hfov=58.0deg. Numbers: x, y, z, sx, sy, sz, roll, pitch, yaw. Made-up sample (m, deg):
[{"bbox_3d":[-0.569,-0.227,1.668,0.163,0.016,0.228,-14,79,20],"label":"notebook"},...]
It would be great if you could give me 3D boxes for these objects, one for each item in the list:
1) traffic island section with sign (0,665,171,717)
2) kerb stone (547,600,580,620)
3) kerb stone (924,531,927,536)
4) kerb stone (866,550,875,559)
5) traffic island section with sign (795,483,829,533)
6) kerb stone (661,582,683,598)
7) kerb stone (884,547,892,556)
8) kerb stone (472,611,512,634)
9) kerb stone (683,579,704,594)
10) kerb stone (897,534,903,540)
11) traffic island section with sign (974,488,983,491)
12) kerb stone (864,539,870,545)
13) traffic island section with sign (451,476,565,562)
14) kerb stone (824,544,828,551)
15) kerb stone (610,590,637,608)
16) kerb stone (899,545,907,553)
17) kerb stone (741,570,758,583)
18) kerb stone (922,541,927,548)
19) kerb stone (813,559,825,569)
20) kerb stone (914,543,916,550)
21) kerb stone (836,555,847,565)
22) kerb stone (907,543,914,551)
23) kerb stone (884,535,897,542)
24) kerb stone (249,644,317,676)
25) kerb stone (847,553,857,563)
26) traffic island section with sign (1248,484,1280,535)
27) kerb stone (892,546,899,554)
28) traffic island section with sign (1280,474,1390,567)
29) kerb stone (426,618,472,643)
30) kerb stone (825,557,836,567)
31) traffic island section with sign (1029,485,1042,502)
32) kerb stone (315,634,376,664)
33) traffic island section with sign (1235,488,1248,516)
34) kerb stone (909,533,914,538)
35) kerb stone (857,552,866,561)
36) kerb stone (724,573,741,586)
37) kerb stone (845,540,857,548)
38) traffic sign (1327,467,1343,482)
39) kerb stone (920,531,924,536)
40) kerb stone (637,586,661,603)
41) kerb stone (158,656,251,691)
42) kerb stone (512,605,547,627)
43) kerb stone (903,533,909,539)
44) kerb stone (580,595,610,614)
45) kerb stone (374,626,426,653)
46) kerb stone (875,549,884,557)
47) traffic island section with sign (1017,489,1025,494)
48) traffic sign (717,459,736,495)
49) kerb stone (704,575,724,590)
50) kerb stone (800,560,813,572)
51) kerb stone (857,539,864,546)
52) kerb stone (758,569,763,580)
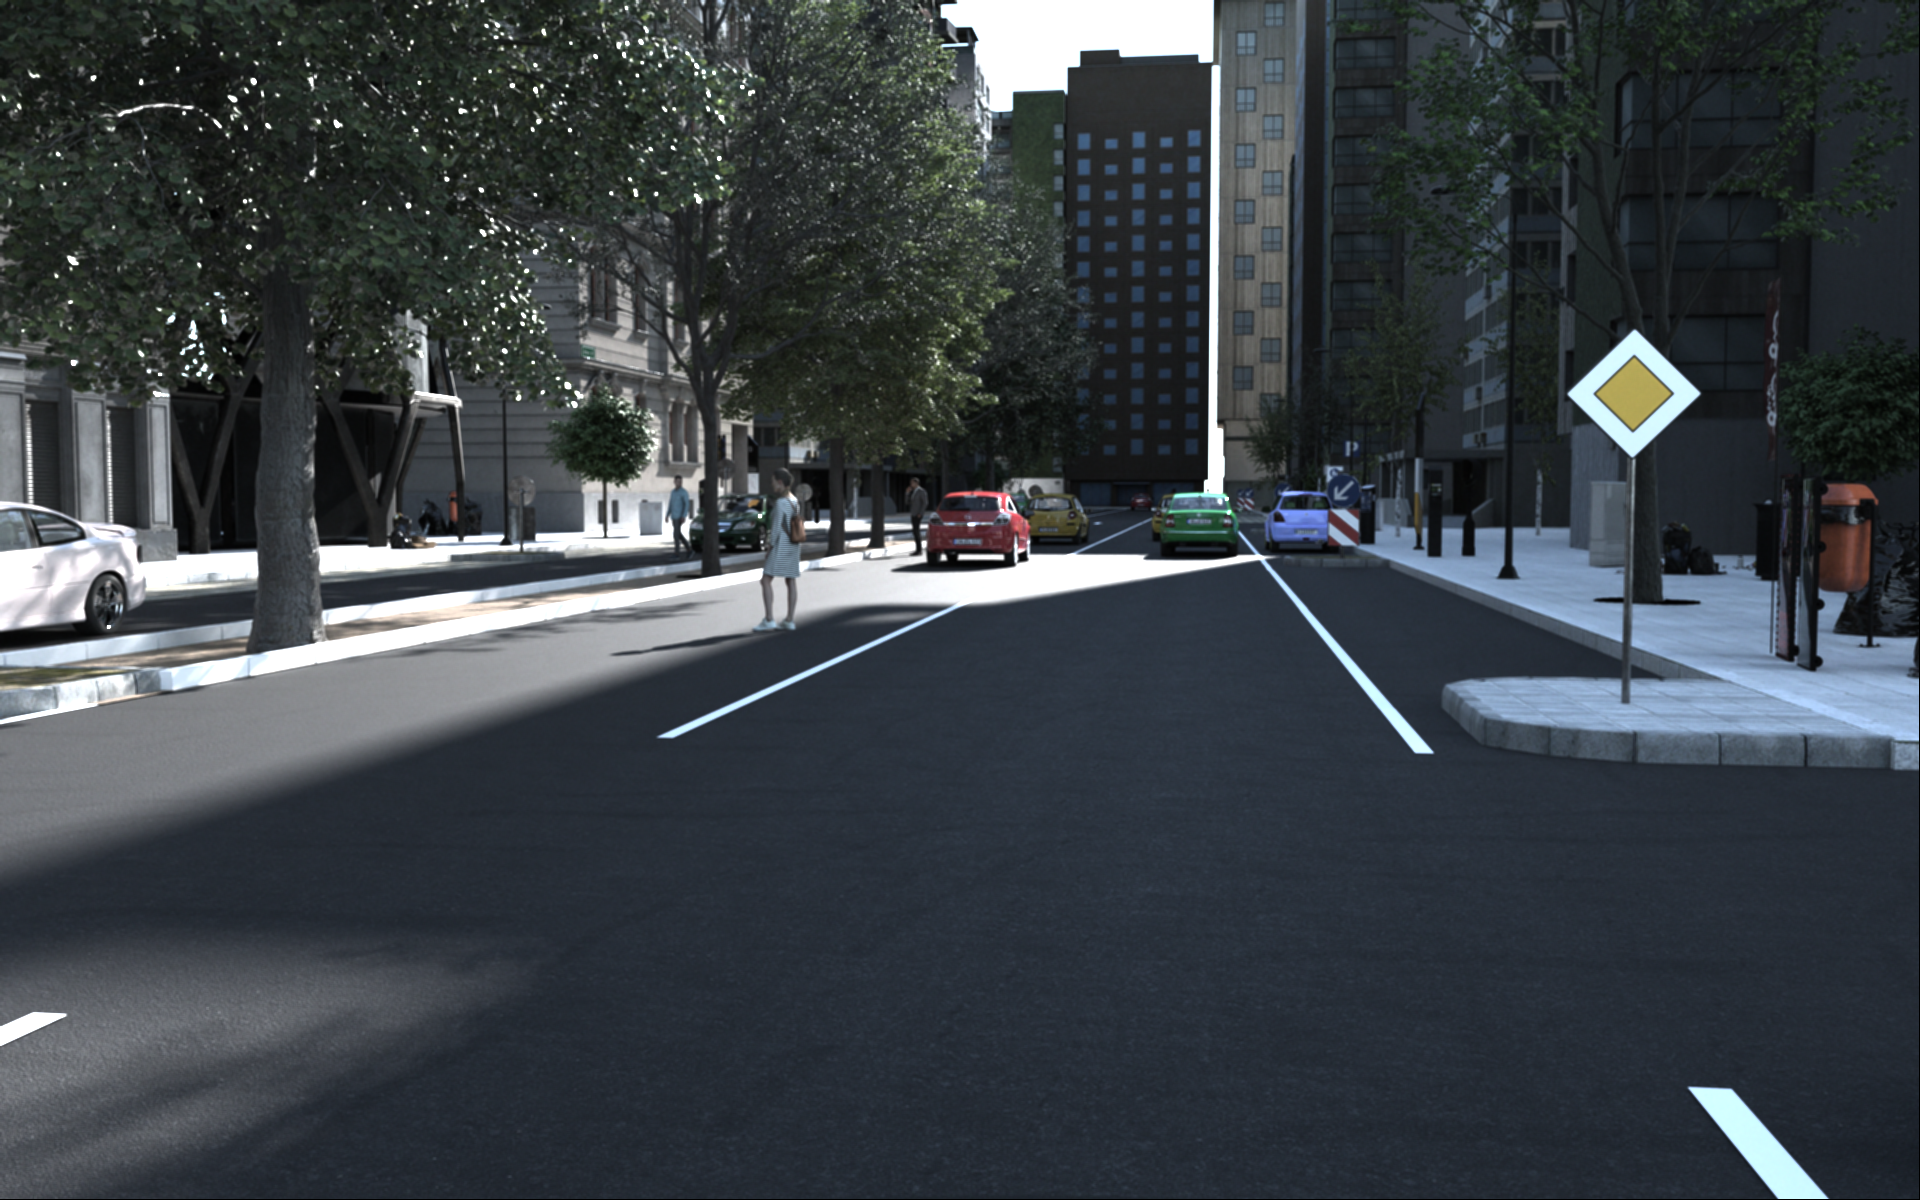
[{"bbox_3d":[-6.912,-0.227,11.844,2.006,1.907,1.989,0,4,8],"label":"traffic island section with sign"},{"bbox_3d":[-4.686,0.124,20.162,0.120,0.150,1.000,0,4,8],"label":"kerb stone"},{"bbox_3d":[-1.269,-2.253,59.025,0.120,0.150,1.000,0,4,8],"label":"kerb stone"},{"bbox_3d":[-2.087,-0.992,38.414,0.120,0.150,1.000,0,4,8],"label":"kerb stone"},{"bbox_3d":[-5.856,-3.394,64.123,1.989,1.847,2.006,0,4,8],"label":"traffic island section with sign"},{"bbox_3d":[-4.111,-0.124,24.217,0.120,0.150,1.000,0,4,8],"label":"kerb stone"},{"bbox_3d":[-1.790,-1.113,40.445,0.120,0.150,1.000,0,4,8],"label":"kerb stone"},{"bbox_3d":[-4.974,0.248,18.135,0.120,0.150,1.000,0,4,8],"label":"kerb stone"},{"bbox_3d":[-3.972,-0.186,25.240,0.120,0.150,1.000,0,4,8],"label":"kerb stone"},{"bbox_3d":[-1.990,-1.943,53.959,0.120,0.150,1.000,0,4,8],"label":"kerb stone"},{"bbox_3d":[1.216,-6.434,113.821,1.989,1.847,2.006,0,4,8],"label":"traffic island section with sign"},{"bbox_3d":[-2.723,-1.629,48.875,0.120,0.150,1.000,0,4,8],"label":"kerb stone"},{"bbox_3d":[-9.667,-1.762,37.433,1.989,1.847,2.006,0,4,8],"label":"traffic island section with sign"},{"bbox_3d":[-3.446,-1.322,43.807,0.120,0.150,1.000,0,4,8],"label":"kerb stone"},{"bbox_3d":[-4.399,0.000,22.192,0.120,0.150,1.000,0,4,8],"label":"kerb stone"},{"bbox_3d":[-1.516,-1.240,42.471,0.120,0.150,1.000,0,4,8],"label":"kerb stone"},{"bbox_3d":[-3.534,-0.367,28.278,0.120,0.150,1.000,0,4,8],"label":"kerb stone"},{"bbox_3d":[-1.085,-1.426,45.508,0.120,0.150,1.000,0,4,8],"label":"kerb stone"},{"bbox_3d":[-2.810,-0.682,33.345,0.120,0.150,1.000,0,4,8],"label":"kerb stone"},{"bbox_3d":[-1.226,-1.364,44.495,0.120,0.150,1.000,0,4,8],"label":"kerb stone"},{"bbox_3d":[-2.525,-0.806,35.372,0.120,0.150,1.000,0,4,8],"label":"kerb stone"},{"bbox_3d":[-1.368,-1.302,43.483,0.120,0.150,1.000,0,4,8],"label":"kerb stone"},{"bbox_3d":[-2.150,-1.881,52.949,0.120,0.150,1.000,0,4,8],"label":"kerb stone"},{"bbox_3d":[-5.558,0.498,14.083,0.120,0.150,1.000,0,4,8],"label":"kerb stone"},{"bbox_3d":[-2.383,-0.868,36.387,0.120,0.150,1.000,0,4,8],"label":"kerb stone"},{"bbox_3d":[11.425,-3.260,61.927,1.989,1.847,2.006,0,4,8],"label":"traffic island section with sign"},{"bbox_3d":[-1.657,-1.175,41.459,0.120,0.150,1.000,0,4,8],"label":"kerb stone"},{"bbox_3d":[7.574,-1.612,34.977,1.989,1.847,2.006,0,4,8],"label":"traffic island section with sign"},{"bbox_3d":[-5.121,0.310,17.123,0.120,0.150,1.000,0,4,8],"label":"kerb stone"},{"bbox_3d":[-2.672,-0.741,34.359,0.120,0.150,1.000,0,4,8],"label":"kerb stone"},{"bbox_3d":[3.674,-4.777,86.236,2.006,1.907,1.989,0,4,8],"label":"traffic island section with sign"},{"bbox_3d":[-5.409,0.434,15.094,0.120,0.150,1.000,0,4,8],"label":"kerb stone"},{"bbox_3d":[18.458,-6.284,111.364,1.989,1.847,2.006,0,4,8],"label":"traffic island section with sign"},{"bbox_3d":[-1.705,-2.063,55.986,0.120,0.150,1.000,0,4,8],"label":"kerb stone"},{"bbox_3d":[-2.230,-0.930,37.398,0.120,0.150,1.000,0,4,8],"label":"kerb stone"},{"bbox_3d":[-3.678,-0.310,27.266,0.120,0.150,1.000,0,4,8],"label":"kerb stone"},{"bbox_3d":[-3.011,-1.508,46.849,0.120,0.150,1.000,0,4,8],"label":"kerb stone"},{"bbox_3d":[13.873,-3.794,64.156,0.606,2.300,0.079,1,4,15],"label":"traffic sign"},{"bbox_3d":[-1.422,-2.186,58.015,0.120,0.150,1.000,0,4,8],"label":"kerb stone"},{"bbox_3d":[-4.261,-0.062,23.205,0.120,0.150,1.000,0,4,8],"label":"kerb stone"},{"bbox_3d":[-5.702,0.559,13.069,0.120,0.150,1.000,0,4,8],"label":"kerb stone"},{"bbox_3d":[-4.836,0.189,19.148,0.120,0.150,1.000,0,4,8],"label":"kerb stone"},{"bbox_3d":[-1.854,-2.003,54.974,0.120,0.150,1.000,0,4,8],"label":"kerb stone"},{"bbox_3d":[-4.546,0.062,21.179,0.120,0.150,1.000,0,4,8],"label":"kerb stone"},{"bbox_3d":[-5.270,0.372,16.107,0.120,0.150,1.000,0,4,8],"label":"kerb stone"},{"bbox_3d":[-1.945,-1.052,39.428,0.120,0.150,1.000,0,4,8],"label":"kerb stone"},{"bbox_3d":[5.002,-8.066,140.510,1.989,1.847,2.006,0,4,8],"label":"traffic island section with sign"},{"bbox_3d":[-8.412,-3.795,62.149,0.768,2.556,0.104,1,4,15],"label":"traffic sign"},{"bbox_3d":[-3.818,-0.248,26.253,0.120,0.150,1.000,0,4,8],"label":"kerb stone"},{"bbox_3d":[-2.957,-0.620,32.331,0.120,0.150,1.000,0,4,8],"label":"kerb stone"},{"bbox_3d":[-2.867,-1.570,47.863,0.120,0.150,1.000,0,4,8],"label":"kerb stone"},{"bbox_3d":[-3.388,-0.434,29.290,0.120,0.150,1.000,0,4,8],"label":"kerb stone"}]
